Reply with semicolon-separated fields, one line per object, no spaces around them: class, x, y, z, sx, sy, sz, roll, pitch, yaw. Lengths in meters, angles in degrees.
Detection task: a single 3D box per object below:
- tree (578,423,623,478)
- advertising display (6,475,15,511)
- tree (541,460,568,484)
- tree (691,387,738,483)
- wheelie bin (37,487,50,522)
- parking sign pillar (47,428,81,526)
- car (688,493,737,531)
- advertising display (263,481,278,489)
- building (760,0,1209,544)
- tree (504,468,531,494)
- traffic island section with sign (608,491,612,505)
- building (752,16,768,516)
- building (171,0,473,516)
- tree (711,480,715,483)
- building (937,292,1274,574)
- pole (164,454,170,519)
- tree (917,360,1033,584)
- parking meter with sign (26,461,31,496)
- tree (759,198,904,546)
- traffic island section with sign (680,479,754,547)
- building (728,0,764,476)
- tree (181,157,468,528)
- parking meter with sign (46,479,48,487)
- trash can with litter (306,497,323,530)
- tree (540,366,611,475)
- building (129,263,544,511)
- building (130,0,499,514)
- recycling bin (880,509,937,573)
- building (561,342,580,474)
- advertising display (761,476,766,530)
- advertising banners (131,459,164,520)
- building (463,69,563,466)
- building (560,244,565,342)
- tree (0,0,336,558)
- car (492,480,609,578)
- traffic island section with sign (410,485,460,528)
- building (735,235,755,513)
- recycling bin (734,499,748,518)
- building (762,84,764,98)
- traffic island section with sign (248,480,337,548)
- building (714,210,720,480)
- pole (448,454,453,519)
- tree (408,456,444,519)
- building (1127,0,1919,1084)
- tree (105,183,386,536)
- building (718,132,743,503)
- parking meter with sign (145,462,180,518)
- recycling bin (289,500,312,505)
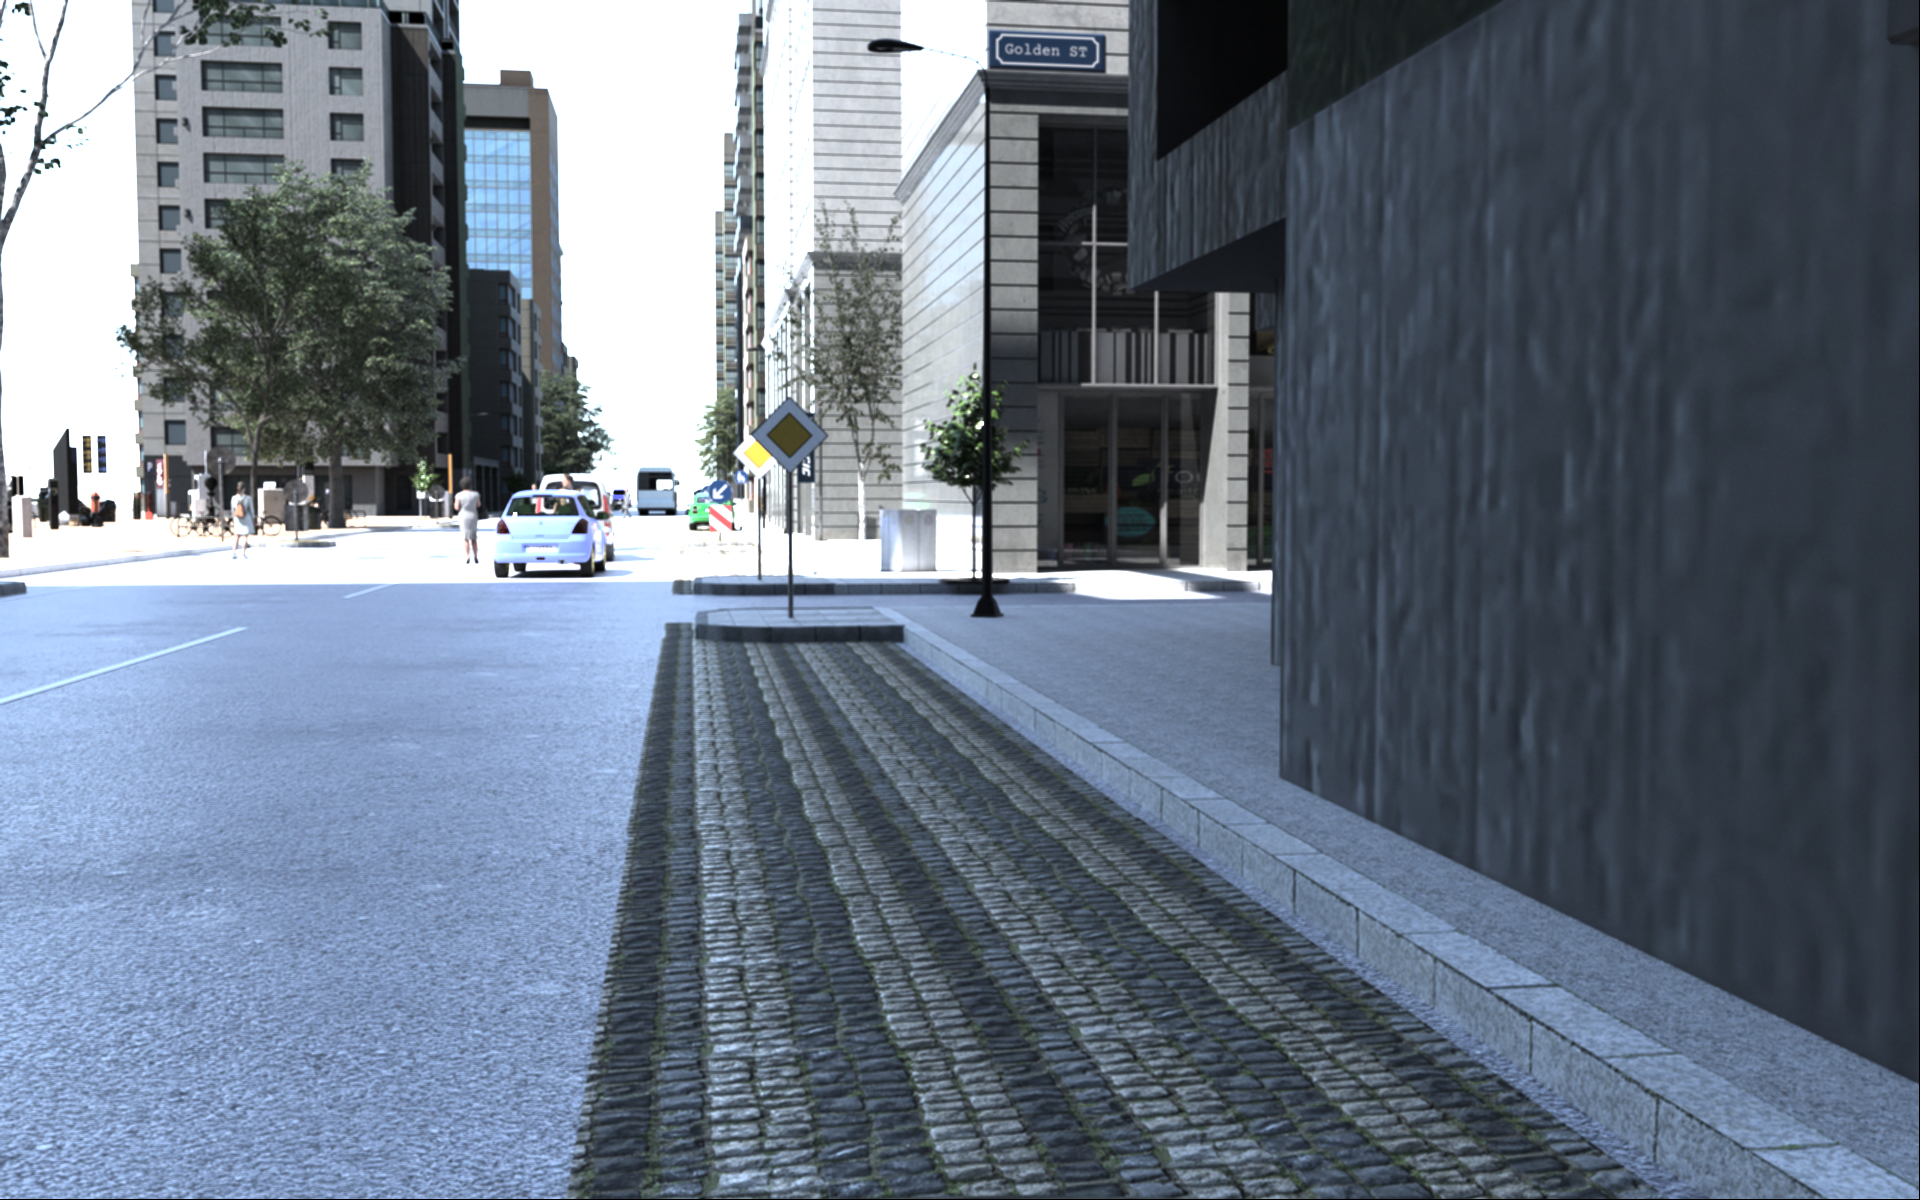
tree;-53.633;-20.186;255.797;9.928;11.665;9.643;0;3;0
advertising display;-32.223;-3.242;58.225;0.974;1.923;0.123;1;4;10
tree;-38.832;-11.116;165.464;4.285;4.588;4.351;0;3;0
tree;-24.979;-16.229;183.473;7.486;12.596;7.792;0;3;0
wheelie bin;-41.430;-4.326;78.641;0.980;1.594;0.693;0;4;-2
parking sign pillar;-36.638;-5.044;70.937;1.447;3.967;1.447;3;4;38
car;-9.801;-3.655;68.554;1.959;1.807;4.718;0;4;-8
advertising display;-35.187;-5.090;88.438;0.974;1.923;0.123;2;4;30
building;-1.002;-17.433;62.519;11.434;29.767;29.804;-1;4;-9
tree;-33.016;-8.297;130.263;1.663;3.219;1.824;0;3;0
traffic island section with sign;-46.855;-13.613;231.195;1.989;1.847;2.006;-1;4;-9
building;-6.134;-20.682;109.846;14.160;30.474;14.107;-1;4;-9
building;-37.584;-20.321;103.948;14.160;30.474;14.107;-1;4;-9
tree;-30.963;-13.626;217.390;1.663;3.219;1.824;0;3;0
building;14.124;-15.716;34.453;29.804;29.767;11.434;-1;4;-9
pole;-40.436;-5.777;88.294;0.158;3.312;0.155;0;3;0
tree;0.317;-1.867;25.126;1.663;3.219;1.824;0;3;0
parking meter with sign;-49.317;-5.737;90.065;1.738;3.016;0.543;-3;5;-41
tree;-2.562;-5.645;42.655;4.360;8.622;3.978;0;3;0
traffic island section with sign;-6.744;-2.398;47.843;1.989;1.847;2.006;-1;4;-9
building;-9.525;-33.105;160.875;23.786;49.044;30.456;-1;4;-9
tree;-23.474;-9.656;64.530;9.857;13.997;8.962;0;3;0
parking meter with sign;-46.196;-5.632;88.338;1.738;3.016;0.543;2;4;33
trash can with litter;-23.148;-3.059;61.397;1.055;1.170;0.624;0;3;0
tree;-39.975;-16.277;172.777;9.857;13.997;8.962;0;3;0
building;-50.600;-18.417;146.157;27.650;21.520;28.899;-1;4;-9
building;-43.447;-41.690;119.880;20.563;71.187;20.611;-1;4;-9
recycling bin;-0.854;-0.981;28.595;0.722;1.027;0.722;-2;4;-30
building;-60.772;-22.232;208.531;27.650;21.520;28.899;-1;4;-9
advertising display;-7.150;-3.540;63.089;0.123;1.923;0.974;-1;4;-10
advertising banners;-40.164;-5.474;85.681;2.074;3.025;0.090;1;4;18
building;-50.583;-32.815;186.639;14.600;45.320;14.200;-1;4;-9
building;-66.589;-33.147;233.828;32.217;40.220;23.993;-1;4;-9
tree;-19.476;-10.988;35.535;12.611;20.169;13.585;0;3;0
car;-7.287;-1.308;30.970;1.945;1.707;3.694;0;4;-7
traffic island section with sign;-22.156;-3.962;73.408;1.989;1.847;2.006;-1;4;-9
building;-2.817;-17.573;132.360;27.650;21.520;28.899;-1;4;-9
recycling bin;-11.775;-4.928;93.127;0.722;1.027;0.722;-1;4;-8
building;-2.548;-18.113;89.654;14.314;27.812;24.014;-1;4;-9
traffic island section with sign;-17.982;-2.333;46.777;1.989;1.847;2.006;-1;4;-9
building;-28.569;-34.764;251.981;14.154;41.232;14.086;-1;4;-9
pole;-25.961;-5.775;88.257;0.158;3.312;0.155;0;3;0
tree;-27.087;-5.698;87.769;1.663;3.219;1.824;0;3;0
building;8.057;-14.579;10.065;14.160;30.474;14.107;-1;4;-9
tree;-21.798;-7.247;52.905;8.767;10.594;7.601;-1;4;-13
building;-20.143;-31.556;199.541;14.154;41.232;14.086;-1;4;-9
parking meter with sign;-43.053;-5.955;93.620;1.738;3.016;0.543;1;4;10
recycling bin;-27.740;-3.689;72.867;0.722;1.027;0.722;0;4;-2
